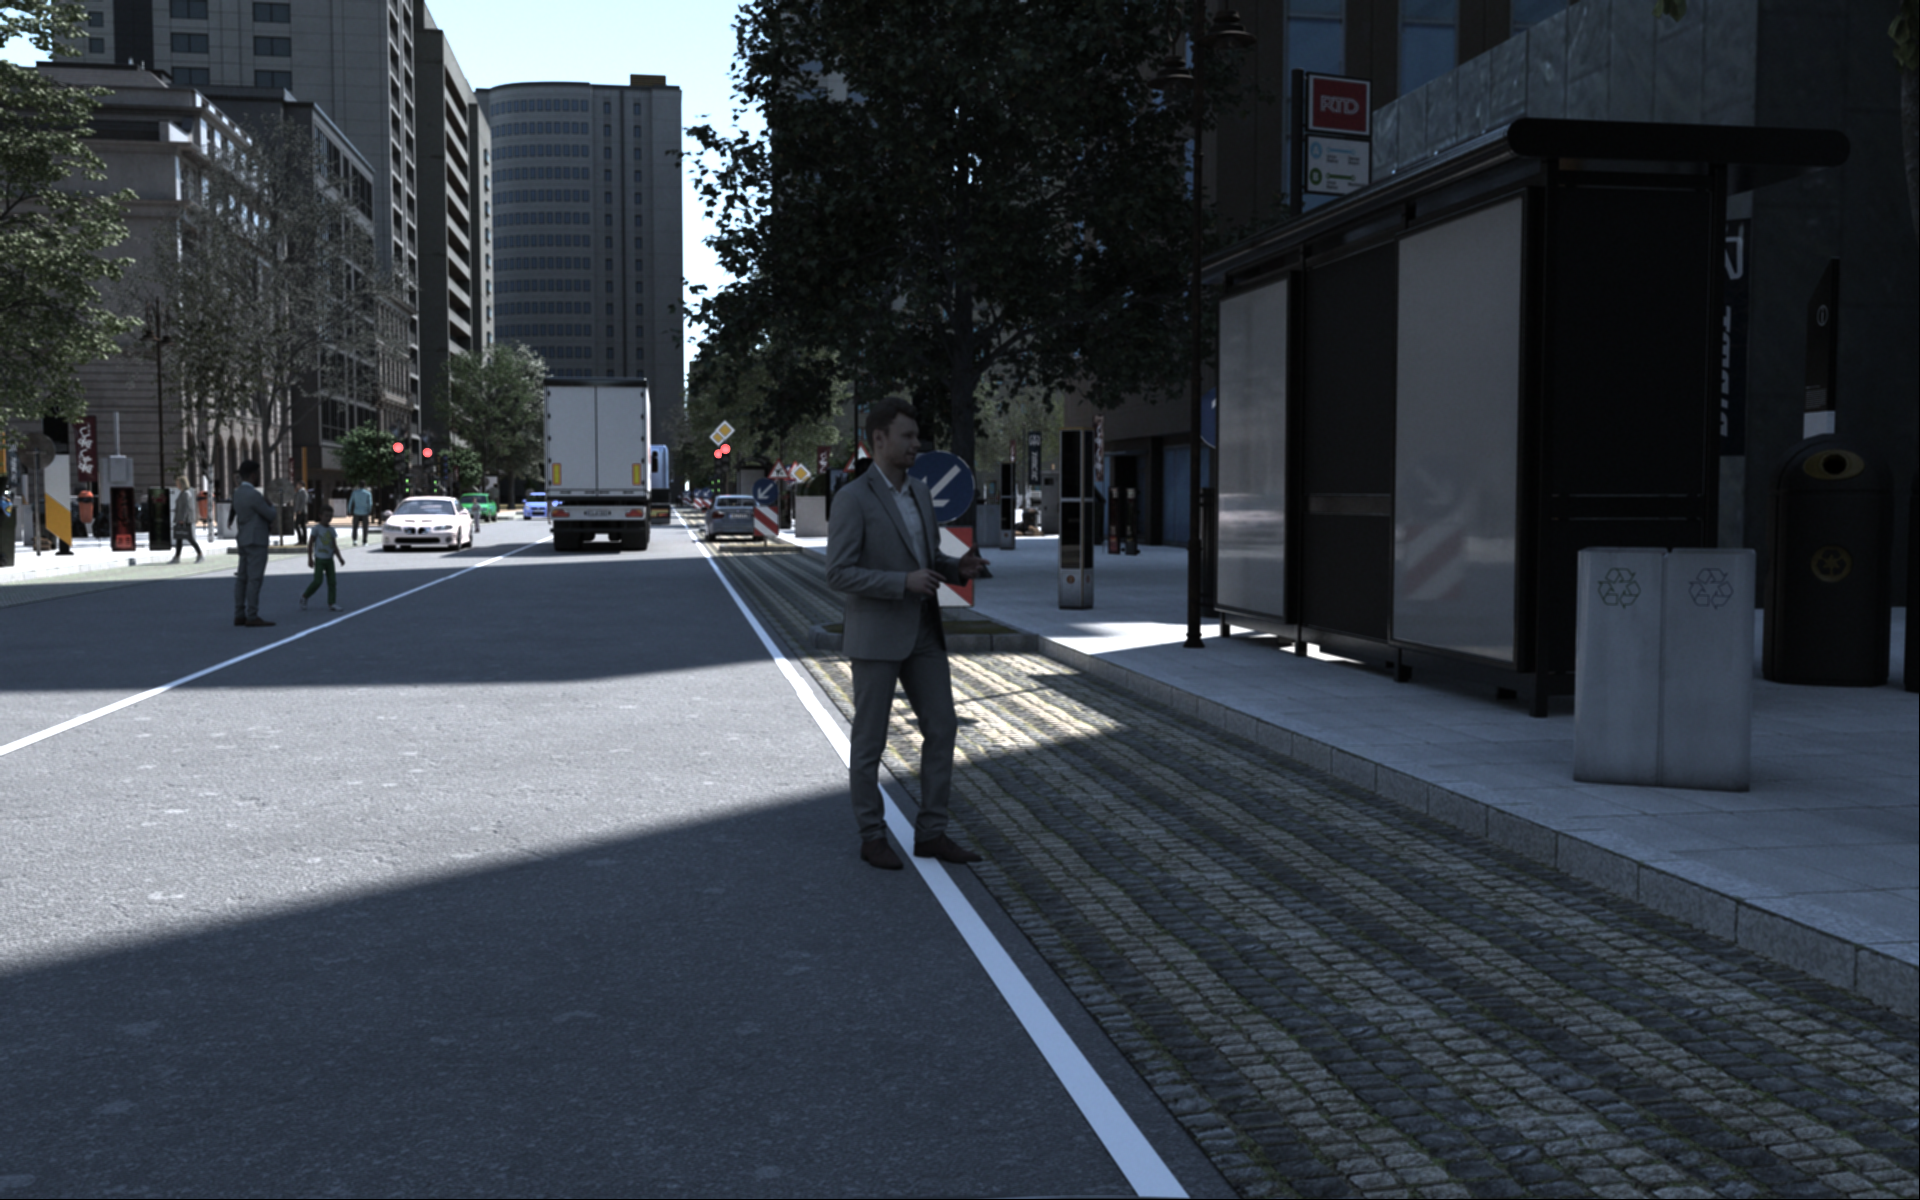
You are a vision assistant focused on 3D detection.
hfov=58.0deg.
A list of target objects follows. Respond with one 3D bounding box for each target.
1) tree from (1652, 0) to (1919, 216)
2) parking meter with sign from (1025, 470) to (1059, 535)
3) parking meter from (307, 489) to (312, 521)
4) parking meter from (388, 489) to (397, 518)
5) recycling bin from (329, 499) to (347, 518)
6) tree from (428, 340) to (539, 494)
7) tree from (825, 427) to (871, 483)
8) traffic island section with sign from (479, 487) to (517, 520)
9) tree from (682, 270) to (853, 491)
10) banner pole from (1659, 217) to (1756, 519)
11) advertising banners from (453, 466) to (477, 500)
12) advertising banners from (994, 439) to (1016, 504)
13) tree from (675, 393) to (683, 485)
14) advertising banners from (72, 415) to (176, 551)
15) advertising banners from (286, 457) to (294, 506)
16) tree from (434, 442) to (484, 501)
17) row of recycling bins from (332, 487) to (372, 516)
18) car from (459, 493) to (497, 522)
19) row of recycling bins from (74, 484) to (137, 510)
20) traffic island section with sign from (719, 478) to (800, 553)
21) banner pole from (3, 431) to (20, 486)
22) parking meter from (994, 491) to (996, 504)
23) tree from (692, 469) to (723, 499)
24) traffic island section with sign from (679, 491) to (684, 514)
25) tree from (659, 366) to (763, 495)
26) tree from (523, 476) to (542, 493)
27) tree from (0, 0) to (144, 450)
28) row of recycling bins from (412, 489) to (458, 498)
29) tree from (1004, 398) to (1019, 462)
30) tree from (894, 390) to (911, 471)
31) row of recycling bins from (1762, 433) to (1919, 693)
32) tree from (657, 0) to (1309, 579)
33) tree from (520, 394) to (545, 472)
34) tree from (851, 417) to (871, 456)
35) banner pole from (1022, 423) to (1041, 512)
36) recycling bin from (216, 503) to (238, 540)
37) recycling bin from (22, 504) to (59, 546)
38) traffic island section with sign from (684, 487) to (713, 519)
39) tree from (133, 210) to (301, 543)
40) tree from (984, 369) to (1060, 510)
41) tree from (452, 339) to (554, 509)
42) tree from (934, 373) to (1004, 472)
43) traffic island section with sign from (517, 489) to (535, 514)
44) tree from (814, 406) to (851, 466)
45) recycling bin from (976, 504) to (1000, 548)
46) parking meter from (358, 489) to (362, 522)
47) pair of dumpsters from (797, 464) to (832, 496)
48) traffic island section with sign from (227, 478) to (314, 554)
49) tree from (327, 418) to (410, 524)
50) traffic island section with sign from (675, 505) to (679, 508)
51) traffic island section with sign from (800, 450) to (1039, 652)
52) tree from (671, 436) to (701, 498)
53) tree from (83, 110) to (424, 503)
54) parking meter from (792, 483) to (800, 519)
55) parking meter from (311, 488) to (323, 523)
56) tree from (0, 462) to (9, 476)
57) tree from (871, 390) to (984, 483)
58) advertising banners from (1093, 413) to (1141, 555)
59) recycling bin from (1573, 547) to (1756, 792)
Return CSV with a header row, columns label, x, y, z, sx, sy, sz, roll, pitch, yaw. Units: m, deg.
label,x,y,z,sx,sy,sz,roll,pitch,yaw
tree,3.436,-3.396,5.893,4.737,8.622,4.395,0,3,0
parking meter with sign,2.925,-3.580,54.789,1.738,3.016,0.543,1,4,16
parking meter,-30.639,-4.488,81.795,0.372,1.533,0.369,0,3,0
parking meter,-25.664,-4.274,78.287,0.372,1.533,0.369,0,3,0
recycling bin,-33.766,-4.980,93.977,0.722,1.027,0.722,-3,5,-39
tree,-31.955,-11.657,116.346,9.928,11.665,9.643,0,3,0
tree,-3.129,-3.375,49.782,1.663,3.219,1.824,0,3,0
traffic island section with sign,-25.782,-5.337,95.885,1.989,1.847,2.006,-1,4,-10
tree,-8.454,-9.969,81.118,7.486,12.596,7.792,0,3,0
banner pole,5.988,-1.474,14.113,0.863,3.779,0.401,3,5,40
advertising banners,-30.218,-6.706,105.828,2.074,3.025,0.090,2,4,30
advertising banners,1.470,-3.676,56.283,0.090,3.025,2.074,-1,4,-16
tree,-14.082,-11.732,109.945,7.486,12.596,7.792,0,3,0
advertising banners,-18.782,-2.611,38.884,2.074,3.025,0.090,-2,4,-33
advertising banners,-32.413,-5.318,83.139,2.074,3.025,0.090,3,5,43
tree,-31.551,-7.678,109.254,4.285,4.588,4.351,0,3,0
row of recycling bins,-35.859,-5.819,102.255,3.534,1.692,1.069,3,4,37
car,-24.683,-4.858,88.217,1.959,1.807,4.718,-1,4,-8
row of recycling bins,-35.250,-3.932,71.403,1.069,1.692,3.534,0,4,7
traffic island section with sign,-4.986,-2.106,43.067,1.989,1.847,2.006,-1,4,-10
banner pole,-37.941,-4.843,69.203,0.401,3.779,0.863,2,4,29
parking meter,2.330,-6.075,107.744,0.372,1.533,0.369,0,3,0
tree,-24.169,-11.236,167.415,4.285,4.588,4.351,0,3,0
traffic island section with sign,-19.150,-7.157,125.643,1.989,1.847,2.006,-1,4,-10
tree,-18.015,-13.682,134.063,12.009,13.543,11.850,0,3,0
tree,-39.627,-10.105,159.818,1.663,3.219,1.824,0,3,0
tree,-17.879,-6.743,28.375,7.486,12.596,7.792,0,3,0
row of recycling bins,-38.936,-7.447,128.864,3.534,1.692,1.069,-2,4,-27
tree,4.850,-10.535,122.607,4.737,8.622,4.395,0,3,0
tree,-3.690,-9.515,105.940,4.737,8.622,4.395,0,3,0
row of recycling bins,6.763,-0.226,10.805,1.069,1.692,3.534,-2,4,-35
tree,0.110,-6.686,26.332,9.611,12.733,9.660,0,3,0
tree,-44.528,-17.024,188.718,12.009,13.543,11.850,0,3,0
tree,-5.285,-10.867,128.032,4.360,8.622,3.978,0,3,0
banner pole,2.474,-4.342,61.003,0.863,3.779,0.401,-1,4,-12
recycling bin,-20.679,-2.246,49.273,0.722,1.027,0.722,-3,4,-38
recycling bin,-22.824,-1.873,43.175,0.722,1.027,0.722,0,4,2
traffic island section with sign,-14.583,-5.529,99.019,1.989,1.847,2.006,-1,4,-10
tree,-19.784,-5.835,45.772,4.360,8.622,3.978,0,3,0
tree,3.823,-8.980,97.182,4.360,8.622,3.978,0,3,0
tree,-37.394,-14.517,144.001,9.857,13.997,8.962,0,3,0
tree,0.281,-13.782,143.465,7.486,12.596,7.792,0,3,0
traffic island section with sign,-30.342,-6.962,122.453,1.989,1.847,2.006,-1,4,-10
tree,-10.194,-11.638,140.650,4.360,8.622,3.978,0,3,0
recycling bin,0.690,-1.798,41.944,0.722,1.027,0.722,-2,4,-34
parking meter,-30.147,-4.810,87.055,0.372,1.533,0.369,0,3,0
pair of dumpsters,-4.606,-3.454,58.971,1.574,2.255,4.437,-1,4,-10
traffic island section with sign,-16.551,-2.046,42.088,1.989,1.847,2.006,-1,4,-10
tree,-25.385,-5.552,74.492,4.285,4.588,4.351,0,3,0
traffic island section with sign,-27.433,-10.115,174.004,1.989,1.847,2.006,-1,4,-10
traffic island section with sign,-0.420,-0.479,16.463,1.989,1.847,2.006,-1,4,-10
tree,-31.705,-16.816,209.346,8.767,10.594,7.601,3,5,40
tree,-21.954,-8.837,54.862,12.009,13.543,11.850,0,3,0
parking meter,-8.312,-5.021,87.803,0.255,1.863,0.399,2,4,26
parking meter,-28.881,-4.256,78.003,0.372,1.533,0.369,0,3,0
tree,-31.233,-3.695,55.020,1.663,3.219,1.824,0,3,0
tree,-1.771,-8.831,94.747,4.360,8.622,3.978,0,3,0
advertising banners,3.312,-2.495,36.981,0.090,3.025,2.074,-1,4,-23
recycling bin,3.202,0.287,7.869,0.722,1.027,0.722,2,4,24
